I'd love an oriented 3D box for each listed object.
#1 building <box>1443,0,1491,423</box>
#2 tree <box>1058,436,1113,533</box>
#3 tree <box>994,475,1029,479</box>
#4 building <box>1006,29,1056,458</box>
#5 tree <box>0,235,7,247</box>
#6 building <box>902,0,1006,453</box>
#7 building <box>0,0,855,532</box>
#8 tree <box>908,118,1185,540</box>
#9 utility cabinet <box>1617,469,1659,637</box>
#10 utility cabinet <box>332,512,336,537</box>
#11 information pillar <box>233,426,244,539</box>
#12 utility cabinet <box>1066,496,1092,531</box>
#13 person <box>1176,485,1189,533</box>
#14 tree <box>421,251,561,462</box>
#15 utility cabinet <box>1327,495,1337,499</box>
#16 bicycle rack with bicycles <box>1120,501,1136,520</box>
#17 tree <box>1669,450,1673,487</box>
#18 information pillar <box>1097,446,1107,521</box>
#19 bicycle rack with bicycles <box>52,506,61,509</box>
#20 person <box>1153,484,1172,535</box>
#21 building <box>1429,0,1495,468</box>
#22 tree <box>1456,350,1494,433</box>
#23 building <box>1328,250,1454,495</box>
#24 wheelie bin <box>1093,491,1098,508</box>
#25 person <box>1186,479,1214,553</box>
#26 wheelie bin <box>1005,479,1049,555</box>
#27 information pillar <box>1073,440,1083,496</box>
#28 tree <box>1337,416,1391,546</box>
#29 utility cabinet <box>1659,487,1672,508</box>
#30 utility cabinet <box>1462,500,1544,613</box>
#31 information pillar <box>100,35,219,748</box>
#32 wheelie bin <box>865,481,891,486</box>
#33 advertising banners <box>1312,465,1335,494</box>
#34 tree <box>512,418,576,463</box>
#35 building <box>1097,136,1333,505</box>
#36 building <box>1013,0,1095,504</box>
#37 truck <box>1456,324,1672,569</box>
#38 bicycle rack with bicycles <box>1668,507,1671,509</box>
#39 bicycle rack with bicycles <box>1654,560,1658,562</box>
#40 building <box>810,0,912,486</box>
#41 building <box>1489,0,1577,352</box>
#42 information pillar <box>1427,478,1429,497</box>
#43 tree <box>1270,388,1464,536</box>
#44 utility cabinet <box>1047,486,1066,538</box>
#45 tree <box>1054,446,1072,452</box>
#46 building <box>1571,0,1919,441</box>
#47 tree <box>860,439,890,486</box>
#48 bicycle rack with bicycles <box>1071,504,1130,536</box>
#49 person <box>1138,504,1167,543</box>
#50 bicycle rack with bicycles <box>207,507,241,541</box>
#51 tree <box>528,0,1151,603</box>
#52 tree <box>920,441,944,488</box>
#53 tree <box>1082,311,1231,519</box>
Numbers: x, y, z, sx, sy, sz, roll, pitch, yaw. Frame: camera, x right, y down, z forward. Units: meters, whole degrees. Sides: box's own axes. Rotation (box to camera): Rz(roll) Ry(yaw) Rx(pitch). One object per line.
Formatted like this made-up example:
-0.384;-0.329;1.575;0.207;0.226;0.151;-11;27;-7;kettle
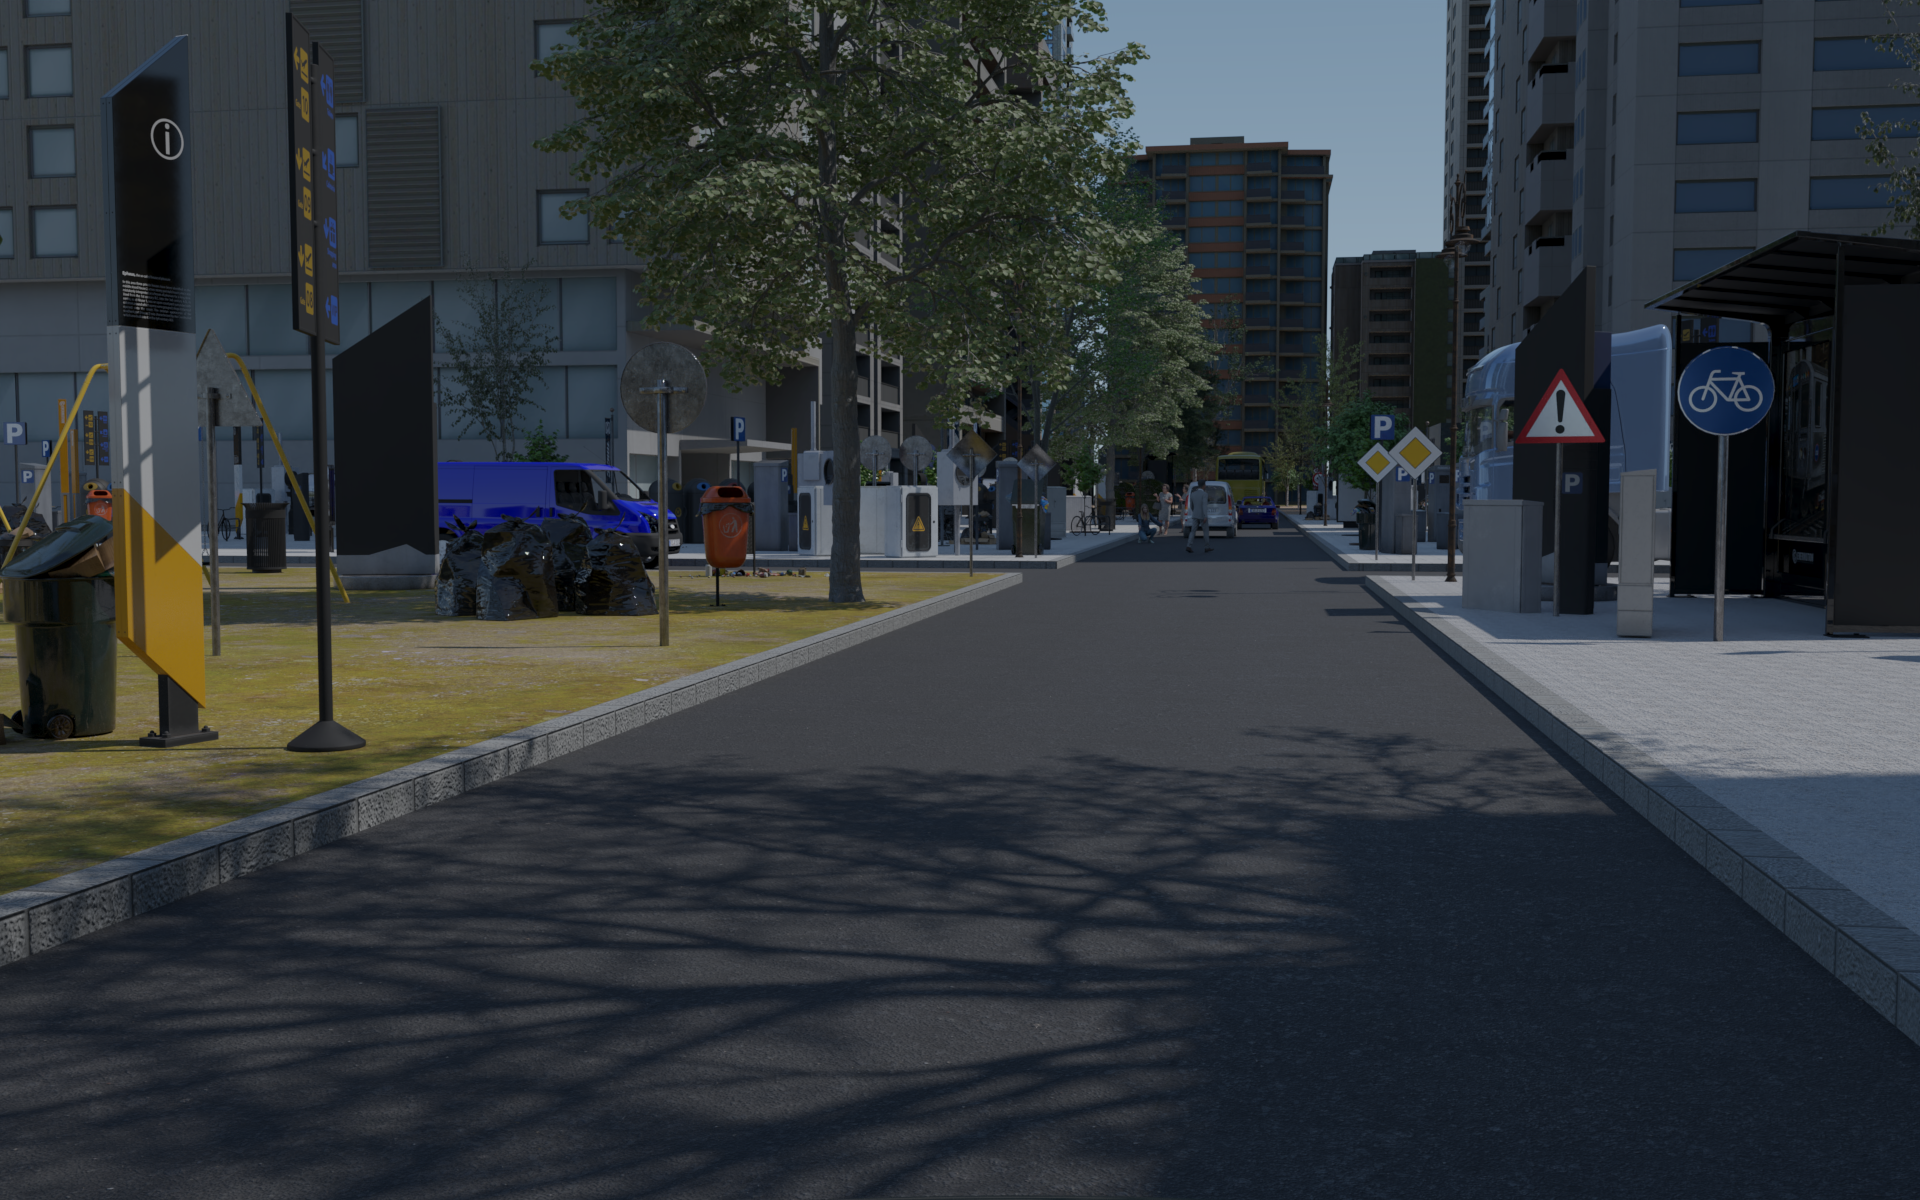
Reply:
69.405;-47.033;207.246;20.611;71.187;20.563;1;4;10;building
4.011;-3.848;57.510;1.663;3.219;1.824;0;3;0;tree
2.574;-5.424;83.289;1.663;3.219;1.824;0;3;0;tree
1.321;-31.546;165.883;14.200;45.320;14.600;1;4;10;building
-5.061;-1.341;5.645;4.285;4.588;4.351;0;3;0;tree
-8.751;-30.563;123.408;21.300;48.544;21.600;1;4;10;building
-19.791;-29.368;69.401;28.713;52.752;27.495;1;4;10;building
2.296;-7.474;47.962;9.928;11.665;9.643;0;3;0;tree
6.205;-0.442;15.902;0.318;1.500;1.173;1;4;22;utility cabinet
-18.500;-2.642;51.882;0.318;1.500;1.173;2;4;24;utility cabinet
-20.449;-3.529;49.058;0.183;3.616;0.504;-3;4;-38;information pillar
4.094;-3.033;60.753;1.020;1.237;0.306;-1;4;-19;utility cabinet
8.214;-3.366;63.894;0.532;1.782;0.716;-1;4;-16;person
-13.772;-6.189;51.552;4.360;8.622;3.978;0;3;0;tree
21.286;-5.340;98.462;1.020;1.237;0.306;2;4;30;utility cabinet
7.379;-4.424;85.716;2.925;0.926;2.852;1;4;23;bicycle rack with bicycles
27.800;-4.491;68.026;1.663;3.219;1.824;0;3;0;tree
6.423;-5.298;77.977;0.504;3.616;0.183;-2;4;-31;information pillar
-52.989;-5.197;98.350;2.925;0.926;2.852;-1;4;-17;bicycle rack with bicycles
6.992;-3.136;60.127;0.716;1.782;0.532;2;4;31;person
53.594;-51.059;147.488;22.319;86.520;31.000;1;4;10;building
26.615;-8.229;84.904;4.737;8.622;4.395;0;3;0;tree
51.711;-26.685;207.998;14.107;30.474;14.160;1;4;10;building
7.286;-4.995;89.583;0.693;1.594;0.980;-1;4;-10;wheelie bin
5.865;-2.059;42.432;0.850;1.792;0.678;-3;5;-41;person
1.433;-1.758;36.644;0.980;1.594;0.693;1;4;16;wheelie bin
4.790;-4.819;70.143;0.504;3.616;0.183;-3;5;-43;information pillar
10.246;-2.986;43.429;1.663;3.219;1.824;0;3;0;tree
22.686;-2.872;55.643;0.318;1.500;1.173;-1;4;-21;utility cabinet
5.977;-0.485;19.099;0.306;1.237;1.020;-1;4;-21;utility cabinet
-4.059;-1.064;8.748;0.183;3.616;0.504;2;4;24;information pillar
-2.022;-2.180;43.545;0.980;1.594;0.693;-1;4;-19;wheelie bin
21.740;-6.485;102.225;2.074;3.025;0.090;1;4;21;advertising banners
-10.544;-3.025;44.057;1.663;3.219;1.824;0;3;0;tree
31.117;-34.290;215.272;28.867;44.769;22.147;1;4;10;building
1.297;-55.407;218.574;31.000;86.520;22.319;1;4;10;building
17.001;-2.314;27.595;18.799;4.110;2.967;1;4;9;truck
18.628;-2.050;46.906;2.925;0.926;2.852;2;4;35;bicycle rack with bicycles
12.142;-1.228;33.461;2.925;0.926;2.852;2;4;30;bicycle rack with bicycles
-16.371;-44.442;164.885;20.611;71.187;20.563;1;4;10;building
51.816;-32.325;117.755;28.713;52.752;27.495;1;4;10;building
21.176;-4.505;78.152;0.304;2.012;0.304;1;4;22;information pillar
12.519;-4.240;53.034;4.285;4.588;4.351;0;3;0;tree
2.588;-2.543;50.260;1.173;1.500;0.318;-3;5;-44;utility cabinet
6.581;-7.431;105.215;4.285;4.588;4.351;0;3;0;tree
42.803;-33.428;88.551;21.231;58.520;28.212;1;4;10;building
-3.560;-4.085;61.394;1.663;3.219;1.824;0;3;0;tree
3.287;-2.474;53.828;2.852;0.926;2.925;2;4;31;bicycle rack with bicycles
5.555;-2.239;50.607;1.012;1.151;0.738;-1;4;-15;person
-21.042;-2.085;47.476;2.852;0.926;2.925;-1;4;-11;bicycle rack with bicycles
-1.773;-6.262;20.504;7.486;12.596;7.792;0;3;0;tree
-0.553;-4.115;61.879;1.663;3.219;1.824;0;3;0;tree
9.295;-9.401;88.111;7.601;10.594;8.767;3;4;36;tree
